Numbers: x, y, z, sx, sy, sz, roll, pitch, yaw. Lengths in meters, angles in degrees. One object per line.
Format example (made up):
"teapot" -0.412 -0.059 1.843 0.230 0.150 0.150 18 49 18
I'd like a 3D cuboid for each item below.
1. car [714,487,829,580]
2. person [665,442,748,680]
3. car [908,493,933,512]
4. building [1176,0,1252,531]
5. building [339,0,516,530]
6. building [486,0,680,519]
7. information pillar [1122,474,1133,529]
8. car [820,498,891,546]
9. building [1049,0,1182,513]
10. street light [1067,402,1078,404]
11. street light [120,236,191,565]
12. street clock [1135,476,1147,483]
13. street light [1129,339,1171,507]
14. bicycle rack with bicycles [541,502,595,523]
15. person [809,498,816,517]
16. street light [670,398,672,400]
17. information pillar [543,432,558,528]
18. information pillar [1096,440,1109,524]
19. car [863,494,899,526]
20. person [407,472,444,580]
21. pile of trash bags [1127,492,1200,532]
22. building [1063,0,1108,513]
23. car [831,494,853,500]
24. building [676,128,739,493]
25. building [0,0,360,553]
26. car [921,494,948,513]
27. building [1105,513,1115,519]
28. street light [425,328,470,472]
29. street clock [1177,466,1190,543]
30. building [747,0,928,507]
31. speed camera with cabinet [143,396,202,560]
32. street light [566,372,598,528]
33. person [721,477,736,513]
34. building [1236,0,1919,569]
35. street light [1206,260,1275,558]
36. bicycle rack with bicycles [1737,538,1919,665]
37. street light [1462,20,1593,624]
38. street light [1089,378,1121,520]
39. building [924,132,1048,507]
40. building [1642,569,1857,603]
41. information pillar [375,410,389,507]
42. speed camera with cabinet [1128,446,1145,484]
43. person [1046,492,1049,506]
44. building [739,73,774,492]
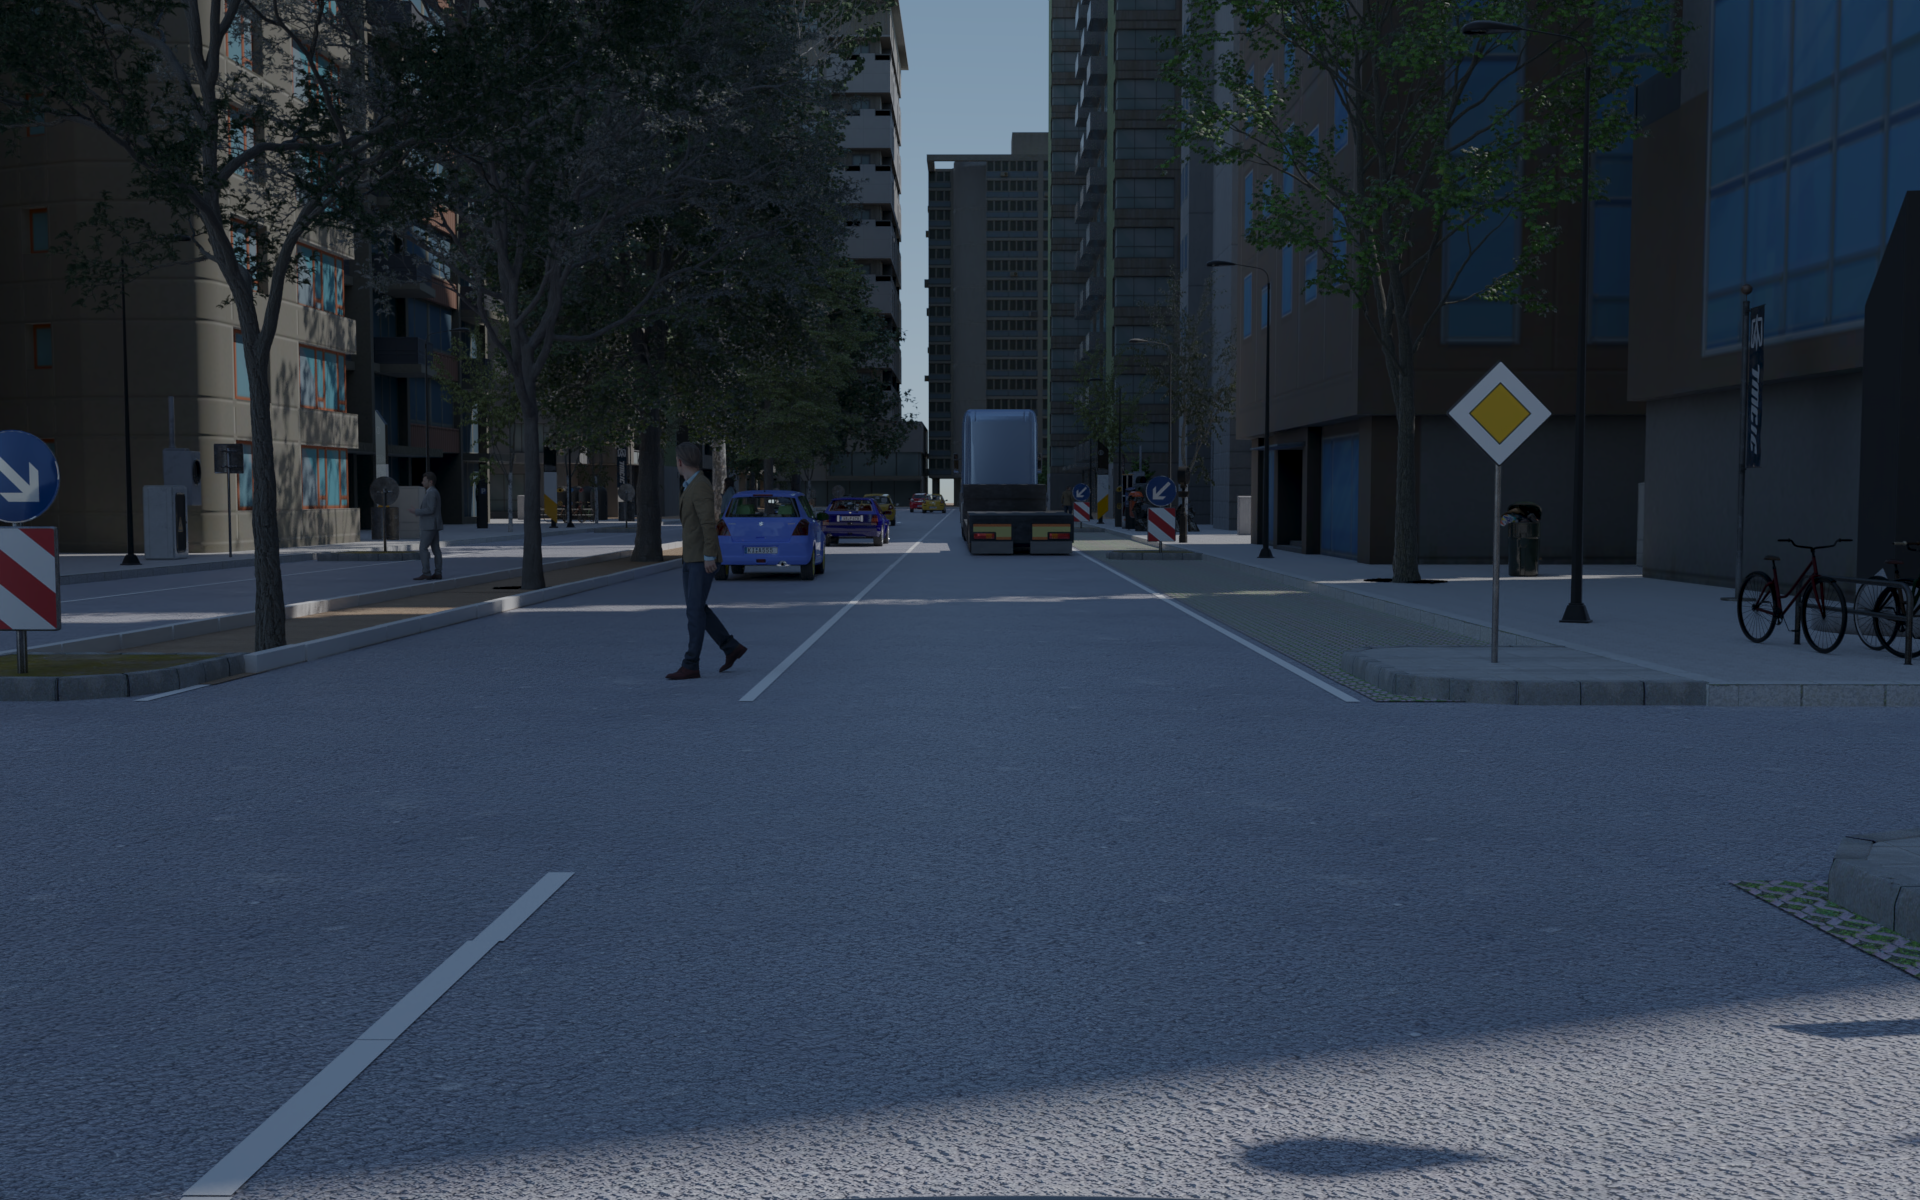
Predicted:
"car" -3.264 -1.251 30.047 1.945 1.707 3.694 0 4 -1
"person" -2.040 -0.320 13.640 0.656 1.842 0.836 3 5 43
"car" -3.018 -7.786 136.348 2.155 1.783 4.494 0 4 0
"building" 20.039 -32.482 73.082 21.231 58.520 28.212 0 4 0
"building" -30.611 -25.258 67.588 22.147 44.769 28.867 0 4 0
"building" -23.810 -25.194 95.516 14.154 41.232 14.086 0 4 0
"information pillar" 6.196 -3.643 64.055 0.304 2.012 0.304 -2 4 -35
"car" -2.934 -2.213 48.767 1.945 1.354 3.894 0 4 1
"building" 14.090 -27.958 140.713 14.154 41.232 14.086 0 4 0
"street light" 6.032 -7.005 87.078 1.470 5.913 1.316 0 4 0
"street light" -14.450 -3.584 31.133 1.470 5.913 1.316 0 4 0
"street clock" 7.234 -3.958 69.276 0.358 2.002 0.471 3 5 41
"street light" 5.749 -4.857 51.960 1.470 5.913 1.316 0 4 0
"bicycle rack with bicycles" -17.562 -3.949 77.953 2.852 0.926 2.925 2 4 35
"person" -4.574 -2.422 52.372 0.425 1.301 0.394 -2 4 -33
"street light" -14.159 -6.787 83.503 1.470 5.913 1.316 0 4 0
"information pillar" -15.428 -4.522 65.289 0.504 3.616 0.183 -1 4 -14
"information pillar" 6.133 -5.084 74.484 0.504 3.616 0.183 0 3 0
"car" -3.794 -4.224 79.290 2.015 1.641 3.980 0 4 -1
"person" -8.935 -1.239 28.961 0.583 1.804 0.606 -1 4 -12
"pile of trash bags" 6.777 -3.069 59.931 1.912 1.369 3.447 -2 4 -25
"building" 19.423 -30.496 118.212 23.786 49.044 30.456 0 4 0
"car" -9.253 -7.857 138.253 2.009 1.686 4.222 0 3 0
"building" -22.068 -20.686 109.916 14.160 30.474 14.107 0 4 0
"building" -30.004 -11.403 31.479 27.650 21.520 28.899 0 4 0
"car" -1.935 -7.337 130.184 2.015 1.641 3.980 0 4 2
"building" 15.057 -25.232 96.143 14.154 41.232 14.086 0 4 0
"street light" -14.383 -4.648 48.528 1.470 5.913 1.316 0 4 0
"street clock" 5.870 -2.504 45.505 0.358 2.002 0.471 1 4 23
"building" -17.513 -36.453 185.251 27.495 52.752 28.713 0 4 0
"speed camera with cabinet" -15.666 -2.455 34.472 0.660 3.252 2.038 -1 4 -9
"street light" -14.363 -5.723 66.109 1.470 5.913 1.316 0 4 0
"person" -4.935 -1.743 37.265 0.793 1.790 0.793 -3 5 -41
"building" 14.038 -23.648 36.755 14.600 45.320 14.200 0 4 0
"street light" 5.591 -3.794 34.566 1.470 5.913 1.316 0 4 0
"bicycle rack with bicycles" 7.881 -0.020 13.704 2.852 0.926 2.925 0 4 2
"street light" 5.625 -2.730 17.170 1.470 5.913 1.316 0 4 0
"street light" 5.855 -5.921 69.355 1.470 5.913 1.316 0 4 0
"building" 8.249 -30.375 188.508 23.993 40.220 32.217 0 4 0
"building" 17.172 -22.512 18.182 14.200 45.320 14.600 0 4 0
"information pillar" -16.118 -3.484 48.311 0.504 3.616 0.183 3 5 39
"speed camera with cabinet" 7.130 -4.723 71.561 0.660 3.252 2.038 0 4 -6
"person" 4.168 -4.709 85.333 0.795 1.843 0.661 3 4 36
"building" -28.380 -27.871 147.573 23.993 40.220 32.217 0 4 0
